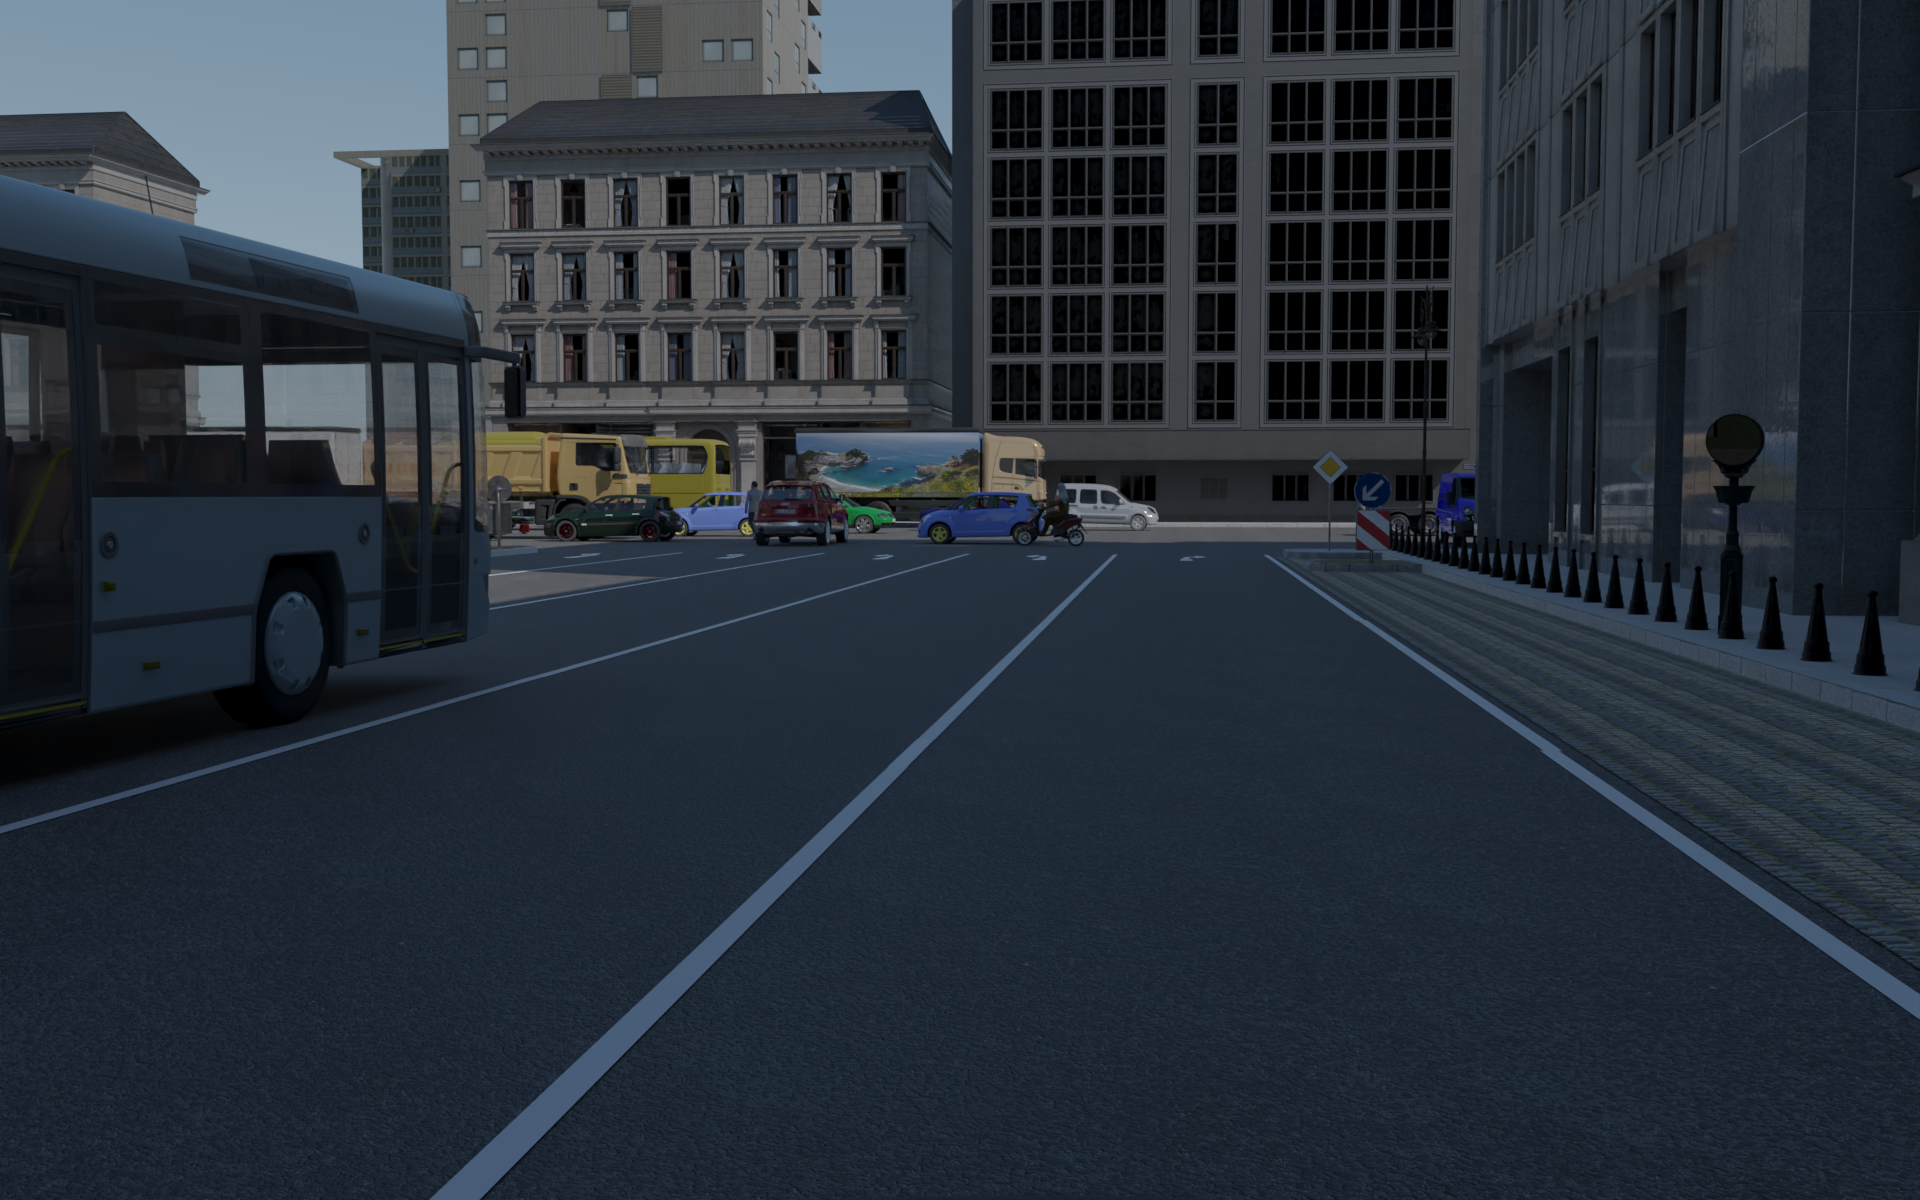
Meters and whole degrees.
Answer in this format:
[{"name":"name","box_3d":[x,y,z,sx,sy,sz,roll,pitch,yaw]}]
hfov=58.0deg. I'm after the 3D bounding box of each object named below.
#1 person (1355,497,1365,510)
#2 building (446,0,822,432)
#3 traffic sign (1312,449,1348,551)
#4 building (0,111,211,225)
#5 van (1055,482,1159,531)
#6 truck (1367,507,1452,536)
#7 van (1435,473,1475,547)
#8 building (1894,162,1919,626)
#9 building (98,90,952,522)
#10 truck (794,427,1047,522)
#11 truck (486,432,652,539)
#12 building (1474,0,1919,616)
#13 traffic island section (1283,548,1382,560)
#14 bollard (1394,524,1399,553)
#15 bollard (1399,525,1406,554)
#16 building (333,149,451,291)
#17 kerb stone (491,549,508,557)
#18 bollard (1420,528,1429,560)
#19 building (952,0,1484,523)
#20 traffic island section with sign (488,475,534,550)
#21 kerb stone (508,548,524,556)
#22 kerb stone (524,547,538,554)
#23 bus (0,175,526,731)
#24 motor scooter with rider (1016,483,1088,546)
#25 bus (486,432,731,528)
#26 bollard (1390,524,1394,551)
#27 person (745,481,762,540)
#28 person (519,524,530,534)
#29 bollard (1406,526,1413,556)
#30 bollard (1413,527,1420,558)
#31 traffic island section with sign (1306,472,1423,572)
[{"name":"person","box_3d":[16.263,-3.751,70.095,0.520,1.790,0.573,3,5,42]},{"name":"building","box_3d":[-27.641,-34.627,155.390,28.713,52.752,27.495,0,4,7]},{"name":"traffic sign","box_3d":[8.351,-2.170,39.115,0.795,2.450,0.064,0,4,7]},{"name":"building","box_3d":[-61.193,-14.701,91.279,40.483,20.767,10.553,0,4,7]},{"name":"van","box_3d":[5.770,-3.748,68.293,4.112,2.044,2.013,1,4,9]},{"name":"truck","box_3d":[23.489,-4.222,58.793,18.799,4.110,2.967,0,4,7]},{"name":"van","box_3d":[14.555,-2.693,48.417,2.240,2.365,5.245,1,4,9]},{"name":"building","box_3d":[12.921,-8.717,7.157,10.561,19.102,19.286,0,4,7]},{"name":"building","box_3d":[-20.585,-14.415,86.599,40.483,20.767,10.553,0,4,7]},{"name":"truck","box_3d":[-1.291,-5.209,74.080,11.283,4.237,2.839,0,4,5]},{"name":"truck","box_3d":[-14.110,-3.671,55.949,9.791,3.379,3.469,0,4,6]},{"name":"building","box_3d":[15.993,-12.760,26.645,12.078,24.808,19.932,0,4,7]},{"name":"traffic island section","box_3d":[8.375,-1.034,39.190,2.009,0.180,2.903,0,4,7]},{"name":"bollard","box_3d":[9.692,-1.340,37.957,0.229,0.601,0.229,0,3,0]},{"name":"bollard","box_3d":[9.559,-1.277,36.926,0.229,0.601,0.229,0,3,0]},{"name":"building","box_3d":[-49.500,-30.416,189.190,23.993,40.220,32.217,0,4,7]},{"name":"kerb stone","box_3d":[-10.635,-1.061,39.546,0.120,0.150,1.000,0,4,7]},{"name":"bollard","box_3d":[9.171,-1.088,33.833,0.229,0.601,0.229,0,3,0]},{"name":"building","box_3d":[12.108,-17.684,82.645,24.014,27.812,14.314,0,4,7]},{"name":"traffic island section with sign","box_3d":[-11.390,-2.065,41.904,2.006,1.907,1.989,0,4,7]},{"name":"kerb stone","box_3d":[-10.509,-1.121,40.570,0.120,0.150,1.000,0,4,7]},{"name":"kerb stone","box_3d":[-10.382,-1.185,41.589,0.120,0.150,1.000,0,4,7]},{"name":"bus","box_3d":[-5.786,-0.812,8.140,2.948,3.499,13.247,1,4,9]},{"name":"motor scooter with rider","box_3d":[2.547,-2.374,47.775,1.986,1.779,0.876,0,4,7]},{"name":"bus","box_3d":[-15.382,-4.730,68.890,12.252,3.916,2.896,0,4,7]},{"name":"bollard","box_3d":[9.819,-1.403,38.976,0.229,0.601,0.229,0,3,0]},{"name":"person","box_3d":[-6.352,-2.780,53.801,0.661,1.843,0.795,-2,4,-26]},{"name":"person","box_3d":[-15.552,-3.112,61.841,0.387,1.526,0.523,-2,4,-31]},{"name":"bollard","box_3d":[9.431,-1.214,35.886,0.229,0.601,0.229,0,3,0]},{"name":"bollard","box_3d":[9.304,-1.151,34.854,0.229,0.601,0.229,0,3,0]},{"name":"traffic island section with sign","box_3d":[7.551,-1.461,32.517,1.989,1.847,2.006,0,4,7]}]
